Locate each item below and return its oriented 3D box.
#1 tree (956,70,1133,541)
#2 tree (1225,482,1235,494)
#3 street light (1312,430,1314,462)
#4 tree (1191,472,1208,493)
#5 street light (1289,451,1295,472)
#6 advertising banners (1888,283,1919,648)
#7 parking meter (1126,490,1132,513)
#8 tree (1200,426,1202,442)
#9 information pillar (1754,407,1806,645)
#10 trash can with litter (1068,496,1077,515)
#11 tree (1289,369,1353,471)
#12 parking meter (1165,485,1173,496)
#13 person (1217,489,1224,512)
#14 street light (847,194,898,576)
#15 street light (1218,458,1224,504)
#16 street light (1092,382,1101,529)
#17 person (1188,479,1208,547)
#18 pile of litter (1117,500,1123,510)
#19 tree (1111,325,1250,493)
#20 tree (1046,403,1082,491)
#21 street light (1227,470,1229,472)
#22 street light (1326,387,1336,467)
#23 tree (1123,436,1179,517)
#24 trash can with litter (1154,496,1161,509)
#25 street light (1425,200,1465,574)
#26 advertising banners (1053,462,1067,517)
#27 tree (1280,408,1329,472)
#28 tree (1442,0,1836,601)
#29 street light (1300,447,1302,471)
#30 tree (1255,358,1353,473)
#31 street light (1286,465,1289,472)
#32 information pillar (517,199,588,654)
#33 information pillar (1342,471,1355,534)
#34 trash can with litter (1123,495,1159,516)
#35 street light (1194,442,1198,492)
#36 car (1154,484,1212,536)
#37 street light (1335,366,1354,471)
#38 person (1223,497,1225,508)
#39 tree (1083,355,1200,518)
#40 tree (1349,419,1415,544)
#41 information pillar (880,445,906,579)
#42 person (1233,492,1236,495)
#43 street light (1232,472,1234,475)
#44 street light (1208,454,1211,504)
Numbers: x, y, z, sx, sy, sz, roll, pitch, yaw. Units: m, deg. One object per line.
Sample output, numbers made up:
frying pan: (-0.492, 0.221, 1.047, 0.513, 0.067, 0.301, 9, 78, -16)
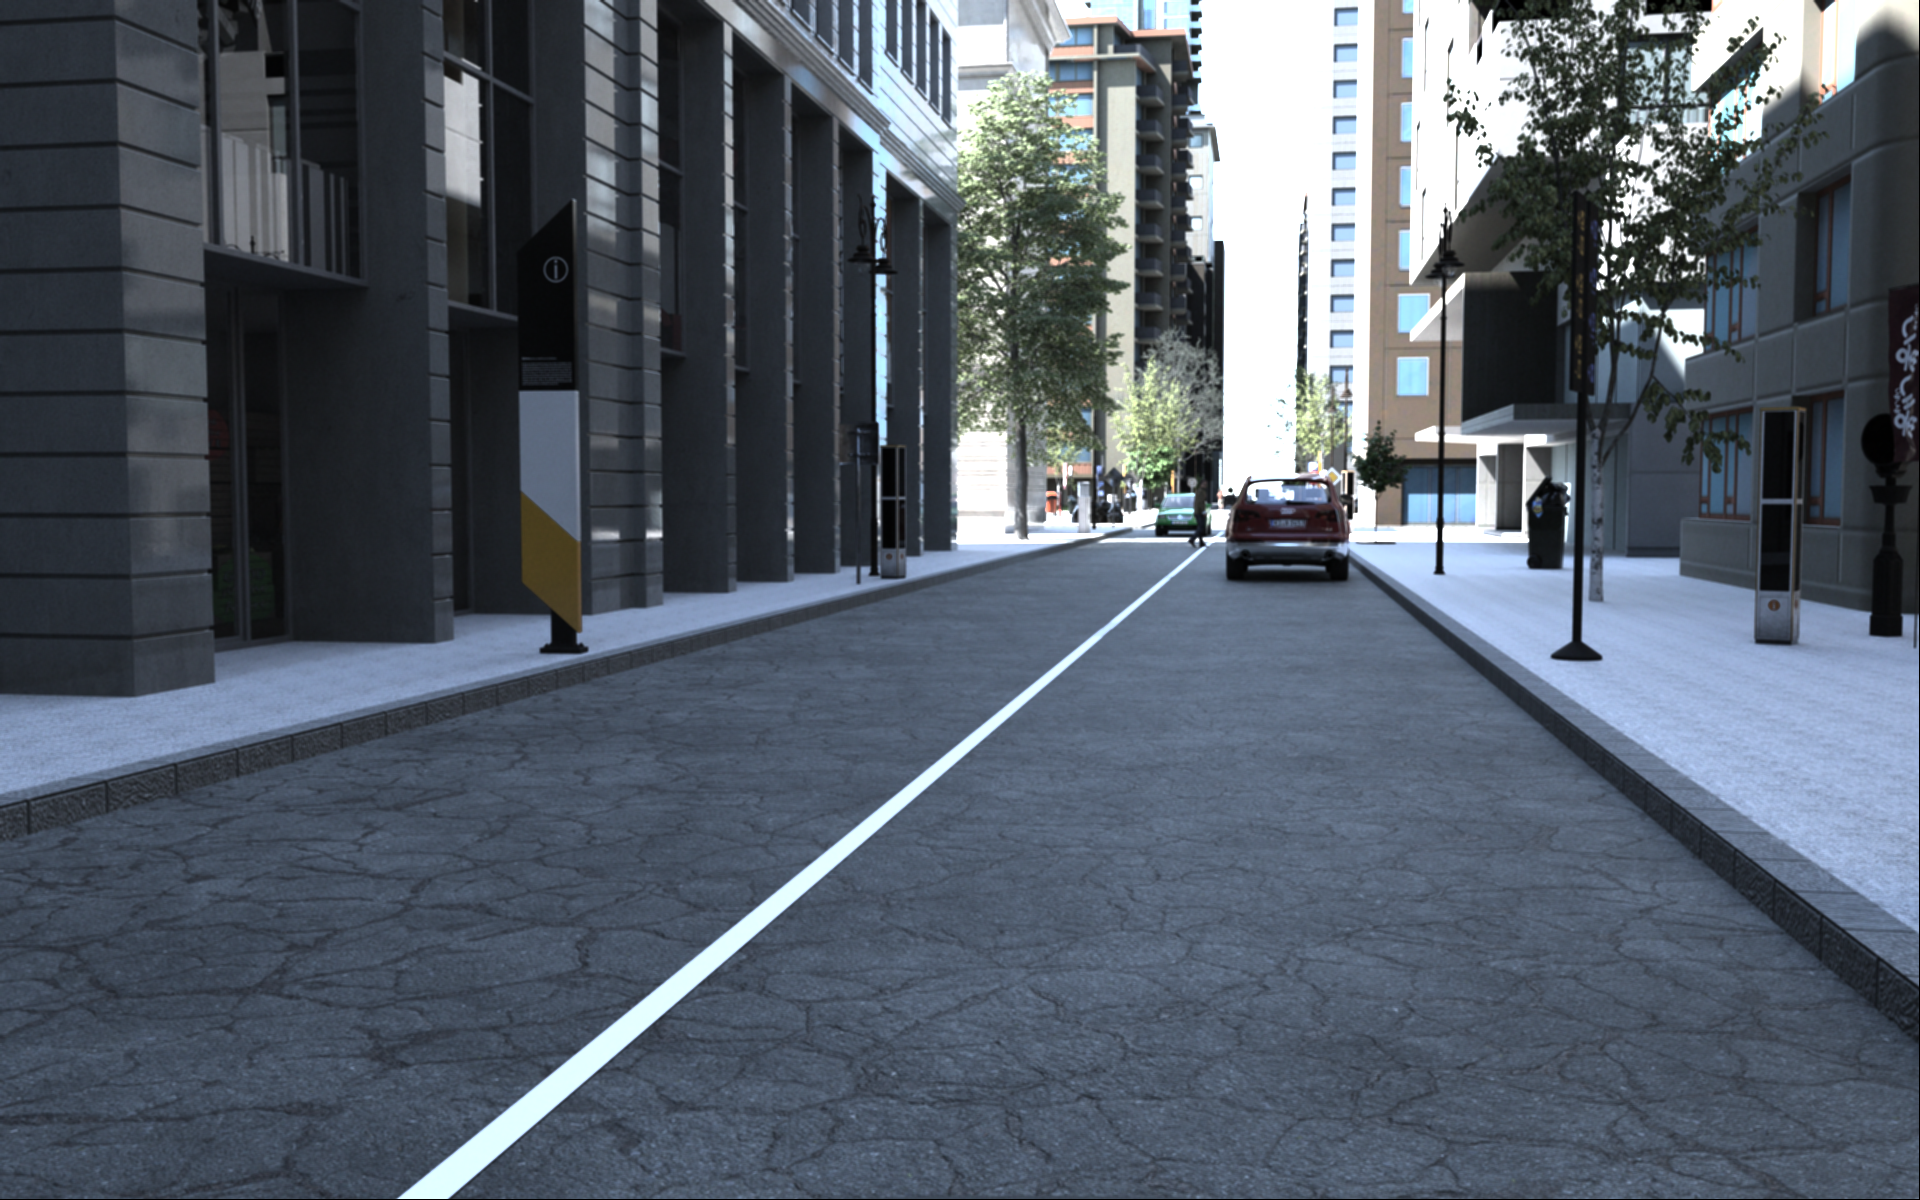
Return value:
tree: (1.349, -7.892, 47.168, 7.486, 12.596, 7.792, 0, 3, 0)
tree: (44.481, -17.755, 284.893, 1.663, 3.219, 1.824, 0, 3, 0)
street light: (22.330, -8.373, 109.679, 0.468, 5.910, 1.993, 1, 4, 10)
tree: (21.458, -9.834, 155.385, 1.663, 3.219, 1.824, 0, 3, 0)
street light: (35.630, -12.961, 184.706, 0.468, 5.910, 1.993, 1, 4, 10)
advertising banners: (7.994, -1.078, 13.814, 0.090, 3.025, 2.074, 0, 4, -4)
parking meter: (11.348, -6.603, 116.364, 0.372, 1.533, 0.369, 0, 3, 0)
tree: (13.187, -9.765, 110.024, 4.737, 8.622, 4.395, 0, 3, 0)
information pillar: (7.016, -0.632, 14.817, 0.304, 2.012, 0.304, 3, 4, 36)
trash can with litter: (7.086, -5.824, 106.609, 0.624, 1.170, 1.055, -2, 4, -33)
tree: (21.084, -9.250, 101.592, 4.737, 8.622, 4.395, 0, 3, 0)
parking meter: (12.550, -6.015, 104.053, 0.399, 1.863, 0.255, -3, 4, -36)
person: (21.483, -8.188, 142.342, 0.573, 1.828, 0.580, 3, 5, 44)
street light: (-1.345, -3.318, 27.031, 0.468, 5.910, 1.993, 1, 4, 10)
street light: (34.830, -15.752, 230.338, 0.468, 5.910, 1.993, 1, 4, 10)
street light: (4.906, -5.527, 63.159, 0.468, 5.910, 1.993, 1, 4, 10)
person: (6.471, -2.340, 46.675, 0.836, 1.842, 0.656, -3, 5, -41)
pile of litter: (13.276, -7.862, 142.502, 1.719, 0.858, 1.176, -2, 4, -29)
tree: (15.893, -13.206, 126.290, 12.009, 13.543, 11.850, 0, 3, 0)
tree: (7.990, -11.526, 138.819, 4.737, 8.622, 4.395, 0, 3, 0)
street light: (41.184, -17.944, 266.176, 0.468, 5.910, 1.993, 1, 4, 10)
street light: (16.000, -6.221, 74.499, 0.468, 5.910, 1.993, 1, 4, 10)
tree: (10.781, -7.004, 98.229, 4.285, 4.588, 4.351, 0, 3, 0)
trash can with litter: (16.696, -8.135, 144.394, 1.055, 1.170, 0.624, 0, 4, 6)
street light: (7.678, -3.350, 27.564, 0.468, 5.910, 1.993, 1, 4, 10)
advertising banners: (5.592, -6.158, 96.864, 0.090, 3.025, 2.074, -1, 4, -18)
tree: (27.787, -11.507, 138.497, 4.360, 8.622, 3.978, 0, 3, 0)
tree: (7.614, -4.277, 20.288, 4.737, 8.622, 4.395, 0, 3, 0)
street light: (29.411, -10.816, 149.628, 0.468, 5.910, 1.993, 1, 4, 10)
tree: (23.758, -11.290, 119.006, 7.601, 10.594, 8.767, 1, 4, 14)
street light: (42.002, -15.128, 220.134, 0.468, 5.910, 1.993, 1, 4, 10)
information pillar: (-3.284, -1.380, 13.911, 0.504, 3.616, 0.183, 0, 4, 8)
information pillar: (12.431, -3.120, 55.502, 0.304, 2.012, 0.304, -1, 4, -15)
trash can with litter: (10.439, -5.677, 103.883, 2.233, 1.210, 1.678, -3, 4, -37)
street light: (20.216, -10.755, 148.631, 0.468, 5.910, 1.993, 1, 4, 10)
car: (7.793, -3.147, 60.253, 1.959, 1.807, 4.718, 1, 4, 11)
street light: (13.993, -5.507, 62.823, 0.468, 5.910, 1.993, 1, 4, 10)
person: (27.496, -10.353, 181.001, 0.697, 1.427, 0.421, 2, 4, 33)
tree: (9.736, -8.693, 92.501, 4.737, 8.622, 4.395, 0, 3, 0)
tree: (10.895, -3.067, 44.740, 1.663, 3.219, 1.824, 0, 3, 0)
information pillar: (-1.014, -1.332, 26.273, 0.304, 2.012, 0.304, 1, 4, 23)
person: (38.258, -14.221, 241.684, 0.551, 1.740, 0.621, 2, 4, 31)
street light: (47.488, -20.089, 301.238, 0.468, 5.910, 1.993, 1, 4, 10)
street light: (26.512, -12.919, 184.016, 0.468, 5.910, 1.993, 1, 4, 10)
